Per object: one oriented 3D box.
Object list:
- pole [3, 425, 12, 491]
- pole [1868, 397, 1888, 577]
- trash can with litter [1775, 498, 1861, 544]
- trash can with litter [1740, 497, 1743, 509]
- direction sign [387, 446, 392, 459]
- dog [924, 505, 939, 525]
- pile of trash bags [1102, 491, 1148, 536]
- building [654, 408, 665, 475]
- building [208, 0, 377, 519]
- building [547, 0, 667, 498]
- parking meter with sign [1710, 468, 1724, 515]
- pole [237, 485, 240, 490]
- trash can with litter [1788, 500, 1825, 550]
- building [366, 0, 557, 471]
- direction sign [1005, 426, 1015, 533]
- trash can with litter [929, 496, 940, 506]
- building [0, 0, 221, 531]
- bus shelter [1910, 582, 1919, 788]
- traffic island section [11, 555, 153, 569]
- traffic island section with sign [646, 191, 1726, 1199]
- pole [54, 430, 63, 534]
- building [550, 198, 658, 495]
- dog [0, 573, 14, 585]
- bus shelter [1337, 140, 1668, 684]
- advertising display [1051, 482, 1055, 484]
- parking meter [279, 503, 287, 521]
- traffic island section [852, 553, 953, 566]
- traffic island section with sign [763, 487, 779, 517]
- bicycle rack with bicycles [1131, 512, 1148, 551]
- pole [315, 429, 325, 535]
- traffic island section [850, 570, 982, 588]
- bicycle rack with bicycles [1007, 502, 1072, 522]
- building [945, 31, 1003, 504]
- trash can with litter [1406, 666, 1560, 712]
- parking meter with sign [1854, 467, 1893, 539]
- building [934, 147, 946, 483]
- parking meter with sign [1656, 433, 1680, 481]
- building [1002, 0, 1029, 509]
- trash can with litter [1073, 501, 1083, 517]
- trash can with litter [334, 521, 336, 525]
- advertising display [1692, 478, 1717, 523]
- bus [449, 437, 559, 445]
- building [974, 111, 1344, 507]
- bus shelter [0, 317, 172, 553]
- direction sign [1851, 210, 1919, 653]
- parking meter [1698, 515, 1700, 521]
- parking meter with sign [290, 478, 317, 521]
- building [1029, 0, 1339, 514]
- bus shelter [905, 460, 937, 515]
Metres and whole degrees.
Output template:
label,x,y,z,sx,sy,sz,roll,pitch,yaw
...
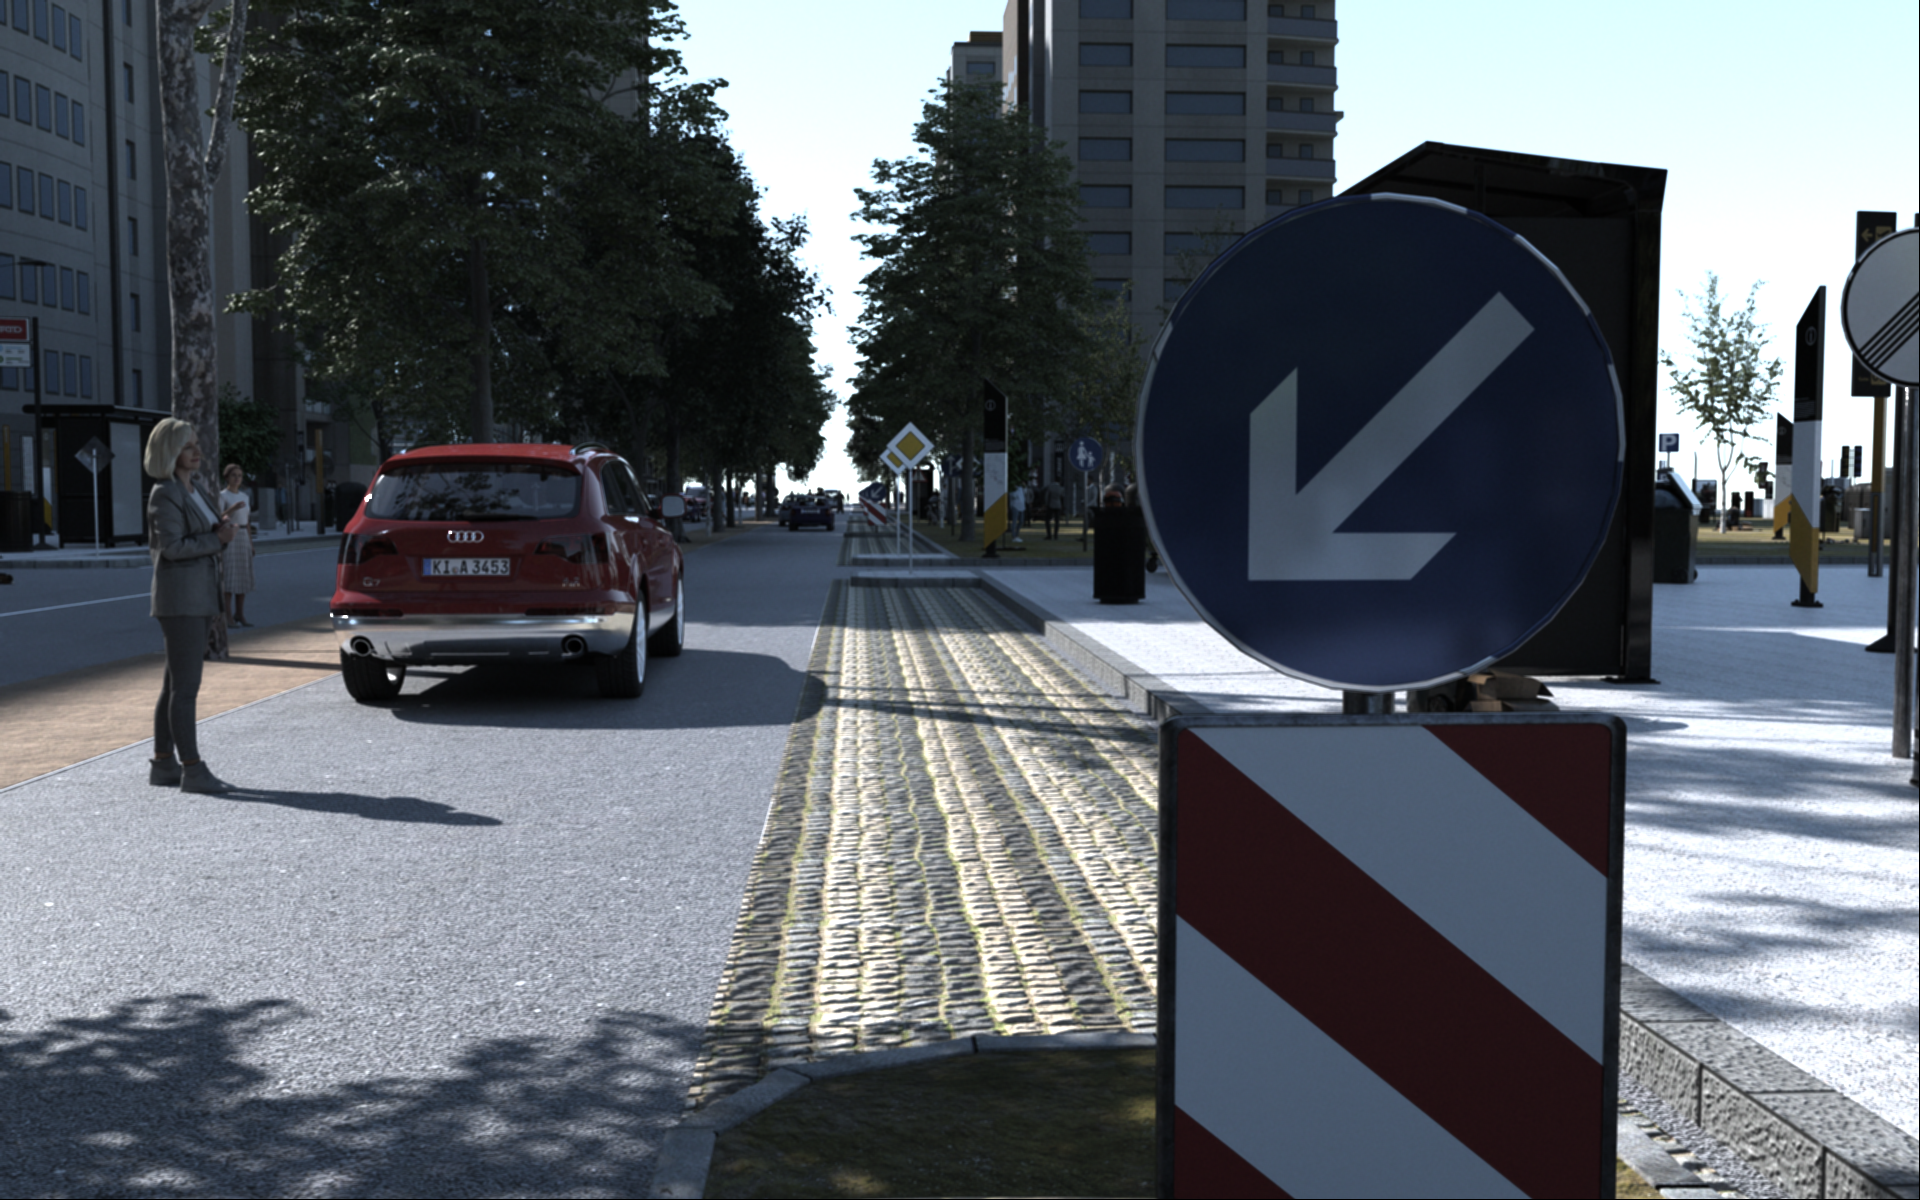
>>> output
label,x,y,z,sx,sy,sz,roll,pitch,yaw
pole,-28.214,-3.516,51.330,0.158,3.312,0.155,0,3,0
pole,14.217,-2.016,26.802,0.158,3.312,0.155,0,3,0
trash can with litter,22.703,-2.093,45.278,1.678,1.210,2.233,-3,5,-44
trash can with litter,48.298,-5.893,107.730,0.624,1.170,1.055,2,4,35
direction sign,-27.187,-5.535,82.499,0.379,3.537,0.876,-2,4,-33
dog,-1.121,-3.489,71.433,0.513,0.831,0.800,-1,4,-20
pile of trash bags,6.012,-2.596,52.198,3.447,1.369,1.912,1,4,8
building,-48.958,-29.475,253.614,14.160,30.474,14.107,0,4,-3
building,-39.383,-24.798,89.044,14.154,41.232,14.086,0,4,-3
building,-50.436,-48.714,234.718,20.563,71.187,20.611,0,4,-3
parking meter with sign,46.148,-6.755,106.701,1.738,3.016,0.543,2,4,24
pole,-34.260,-5.402,82.164,0.158,3.312,0.155,0,3,0
trash can with litter,19.624,-1.751,40.016,0.624,1.170,1.055,0,4,-6
building,-47.890,-51.399,153.042,22.319,86.520,31.000,0,4,-3
direction sign,1.637,-4.014,57.624,0.379,3.537,0.876,-1,4,-21
trash can with litter,-1.451,-4.990,92.969,0.624,1.170,1.055,2,4,25
building,-41.861,-31.634,59.220,21.231,58.520,28.212,0,4,-3
bus shelter,4.597,-1.577,3.411,2.179,5.291,8.768,0,4,-3
traffic island section,-17.341,-0.763,34.761,2.009,0.180,2.903,0,4,-3
traffic island section with sign,0.410,0.340,3.074,1.989,1.847,2.006,0,4,-3
pole,-28.858,-3.769,55.472,0.158,3.312,0.155,0,3,0
building,-54.281,-31.881,213.132,32.217,40.220,23.993,0,4,-3
dog,-15.337,-0.447,27.500,0.550,0.427,0.748,-2,4,-35
bus shelter,3.763,-1.433,14.711,1.731,3.624,6.357,0,4,-4
advertising display,5.114,-5.345,92.603,0.123,1.923,0.974,-1,4,-20
parking meter,-32.475,-4.562,83.002,0.372,1.533,0.369,0,3,0
traffic island section,-1.229,-0.822,35.725,2.009,0.180,2.903,0,4,-3
traffic island section with sign,-11.855,-6.231,110.021,2.006,1.907,1.989,0,4,-3
bicycle rack with bicycles,4.878,-1.623,39.911,2.852,0.926,2.925,0,4,-3
pole,-20.162,-3.713,54.543,0.158,3.312,0.155,0,3,0
traffic island section,-0.748,-0.335,27.755,2.009,0.180,2.903,0,4,-3
bicycle rack with bicycles,3.605,-4.068,79.895,2.925,0.926,2.852,1,4,9
building,8.694,-41.989,228.511,21.231,58.520,28.212,0,4,-3
trash can with litter,2.976,0.094,9.851,0.624,1.170,1.055,-2,4,-27
parking meter with sign,26.467,-3.255,49.488,1.738,3.016,0.543,-1,4,-12
building,10.708,-40.821,256.660,28.713,52.752,27.495,0,4,-3
parking meter with sign,19.884,-3.219,48.886,0.543,3.016,1.738,2,4,28
building,11.067,-30.396,147.082,14.600,45.320,14.200,0,4,-3
trash can with litter,6.778,-5.114,94.996,1.055,1.170,0.624,-1,4,-20
trash can with litter,-25.841,-3.781,72.878,2.233,1.210,1.678,2,4,34
advertising display,32.609,-4.316,75.778,0.974,1.923,0.123,0,4,-2
bus,-15.289,-3.832,57.517,2.948,3.499,13.247,0,4,-2
building,17.911,-29.056,166.944,32.217,40.220,23.993,0,4,-3
bus shelter,-20.909,-3.935,41.970,2.179,5.291,8.768,0,4,-4
direction sign,7.594,-1.347,14.014,0.876,3.537,0.379,-1,4,-11
parking meter,34.674,-4.626,81.339,0.399,1.863,0.255,-2,4,-33
parking meter with sign,-31.086,-5.240,81.939,0.543,3.016,1.738,1,4,20
building,15.518,-35.703,125.742,21.231,58.520,28.212,0,4,-3
bus shelter,-2.475,-6.825,105.510,2.014,3.302,5.546,0,4,-3
